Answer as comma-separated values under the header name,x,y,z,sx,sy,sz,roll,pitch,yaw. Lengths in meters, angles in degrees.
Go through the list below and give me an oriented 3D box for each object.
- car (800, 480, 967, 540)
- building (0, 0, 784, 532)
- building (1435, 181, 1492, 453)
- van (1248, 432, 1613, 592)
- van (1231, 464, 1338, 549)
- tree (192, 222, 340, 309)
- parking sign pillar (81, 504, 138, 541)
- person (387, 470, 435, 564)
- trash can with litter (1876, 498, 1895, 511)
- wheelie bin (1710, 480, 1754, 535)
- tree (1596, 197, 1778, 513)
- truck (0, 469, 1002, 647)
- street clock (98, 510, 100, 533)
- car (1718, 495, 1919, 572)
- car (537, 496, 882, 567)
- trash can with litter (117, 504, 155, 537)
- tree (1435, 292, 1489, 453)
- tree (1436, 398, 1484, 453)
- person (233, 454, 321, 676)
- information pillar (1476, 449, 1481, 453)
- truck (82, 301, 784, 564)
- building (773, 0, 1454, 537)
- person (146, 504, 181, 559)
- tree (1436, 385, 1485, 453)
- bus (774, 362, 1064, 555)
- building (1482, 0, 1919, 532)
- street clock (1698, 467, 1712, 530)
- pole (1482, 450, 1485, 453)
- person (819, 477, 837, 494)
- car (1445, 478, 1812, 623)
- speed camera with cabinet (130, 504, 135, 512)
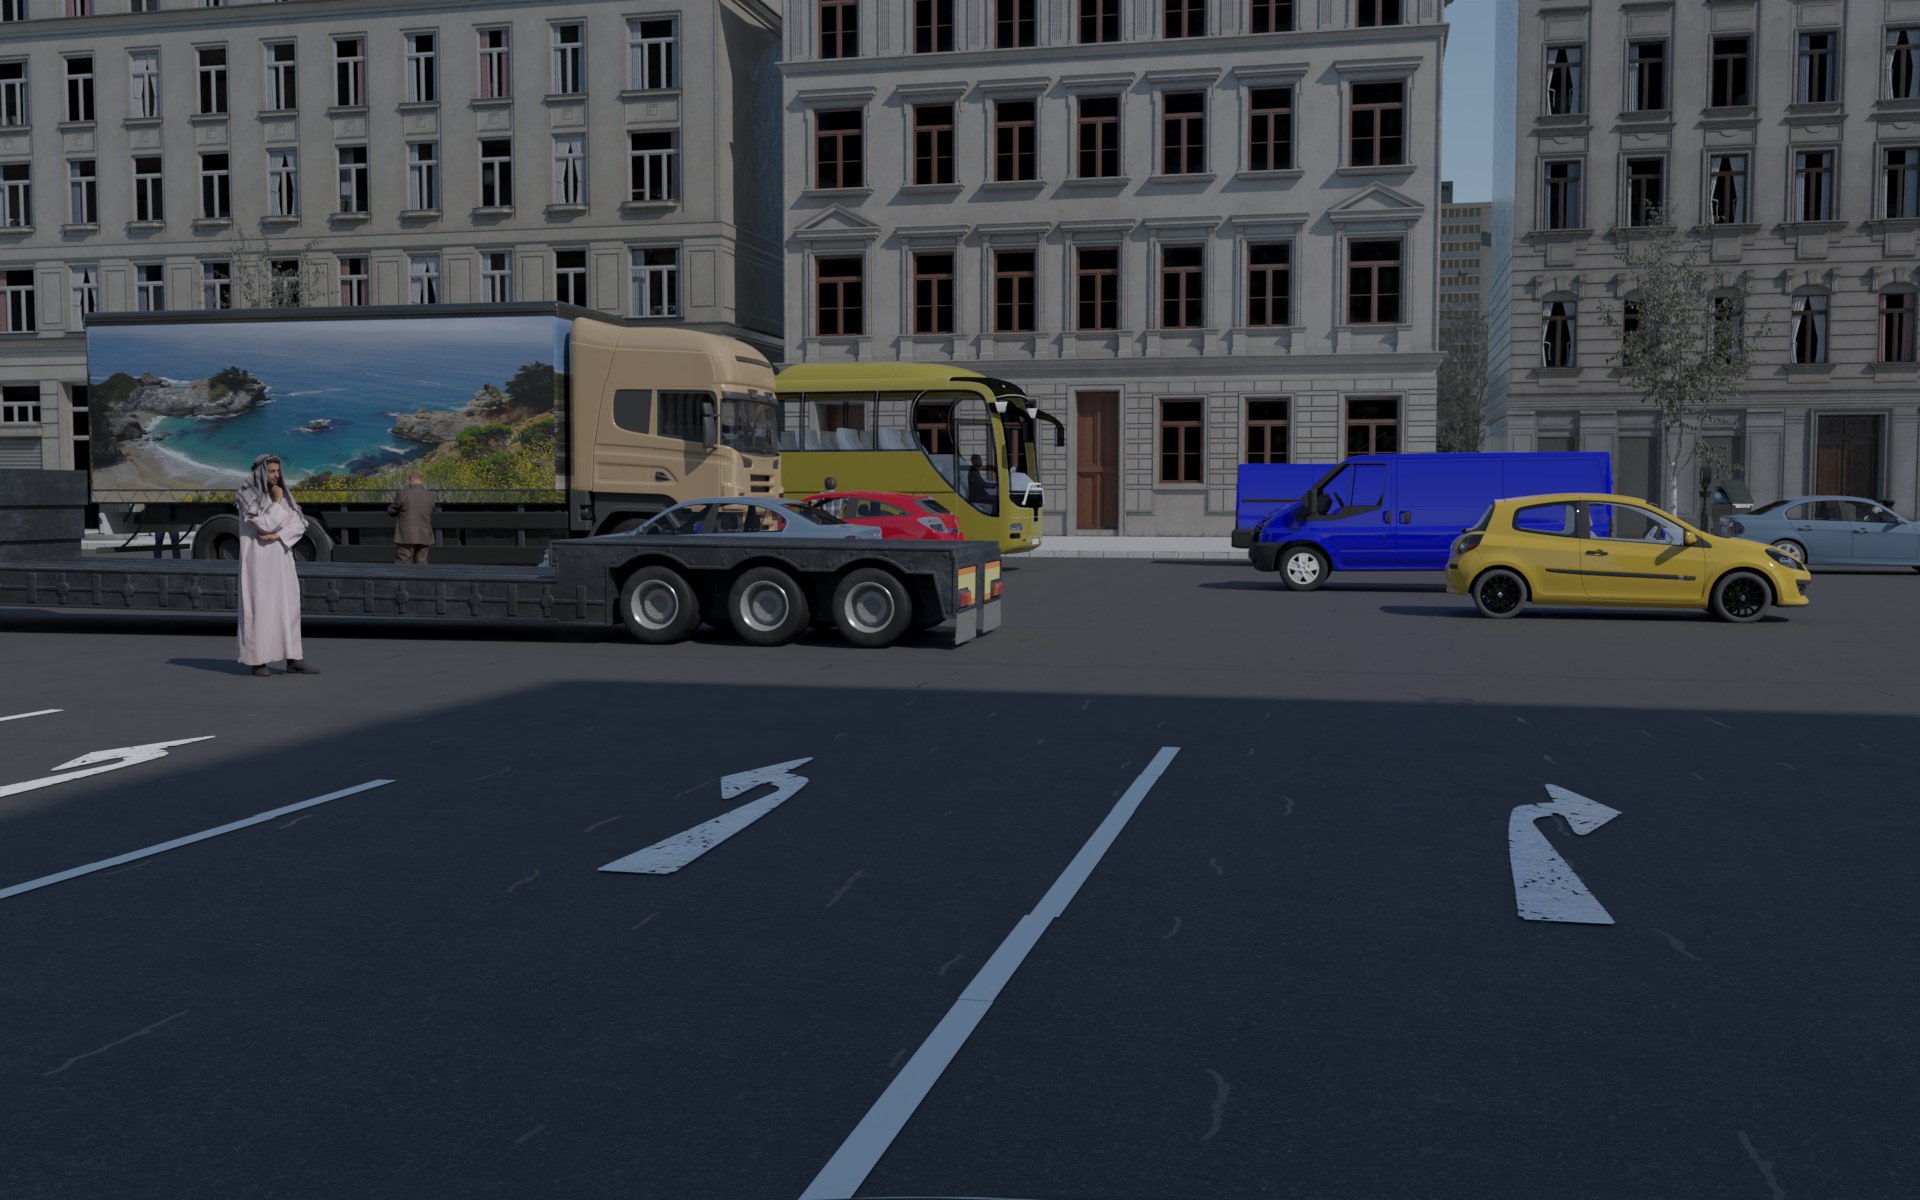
name,x,y,z,sx,sy,sz,roll,pitch,yaw
car,-2.135,-1.178,28.306,4.494,1.783,2.155,1,4,13
building,-19.714,-14.136,64.402,30.059,22.955,16.112,1,4,13
building,58.898,-32.191,218.200,23.993,40.220,32.217,1,4,13
van,6.958,-1.308,25.769,5.245,2.365,2.240,1,4,15
van,8.076,-1.842,34.495,5.245,2.365,2.240,1,4,13
tree,-18.522,-5.896,46.766,4.360,8.622,3.978,0,3,0
parking sign pillar,-23.735,-3.653,48.198,1.447,3.967,1.447,-2,4,-25
person,-7.129,-0.810,22.429,0.600,1.739,0.565,1,4,19
trash can with litter,23.324,-1.998,44.058,0.624,1.170,1.055,0,4,7
wheelie bin,16.927,-1.846,38.084,0.980,1.594,0.693,-1,4,-22
tree,17.713,-5.646,42.672,4.360,8.622,3.978,0,3,0
truck,-8.988,-1.768,18.661,18.799,4.110,2.967,1,4,11
street clock,-25.082,-2.815,50.592,0.358,2.002,0.471,-2,4,-33
car,16.115,-1.184,31.361,4.499,1.417,2.014,1,4,13
car,-3.158,-0.609,21.957,4.499,1.417,2.014,1,4,14
trash can with litter,-24.867,-2.512,52.121,2.233,1.210,1.678,-1,4,-11
tree,31.126,-11.930,105.433,12.009,13.543,11.850,0,3,0
tree,37.516,-11.117,132.122,4.360,8.622,3.978,0,3,0
person,-5.441,-0.275,13.667,0.621,1.740,0.551,1,4,11
information pillar,27.053,-6.036,90.045,0.504,3.616,0.183,2,4,23
truck,-7.765,-2.316,26.781,11.283,4.237,2.839,1,4,12
building,5.228,-13.462,56.256,21.152,22.565,11.583,1,4,13
person,-13.483,-1.290,29.454,0.709,1.838,0.599,-1,4,-21
tree,45.305,-14.504,162.891,9.928,11.665,9.643,0,3,0
bus,-4.263,-2.573,33.611,12.252,3.916,2.896,1,4,15
building,25.160,-12.341,50.925,18.267,20.994,9.793,1,4,13
street clock,19.926,-2.554,46.332,0.358,2.002,0.471,1,4,14
pole,24.314,-5.298,80.457,0.158,3.312,0.155,0,3,0
person,-2.293,-1.326,30.901,0.841,1.734,0.376,-1,4,-12
car,7.742,-0.613,20.243,3.980,1.641,2.015,1,4,15
speed camera with cabinet,-26.460,-3.700,54.837,0.660,3.252,2.038,-2,4,-30
